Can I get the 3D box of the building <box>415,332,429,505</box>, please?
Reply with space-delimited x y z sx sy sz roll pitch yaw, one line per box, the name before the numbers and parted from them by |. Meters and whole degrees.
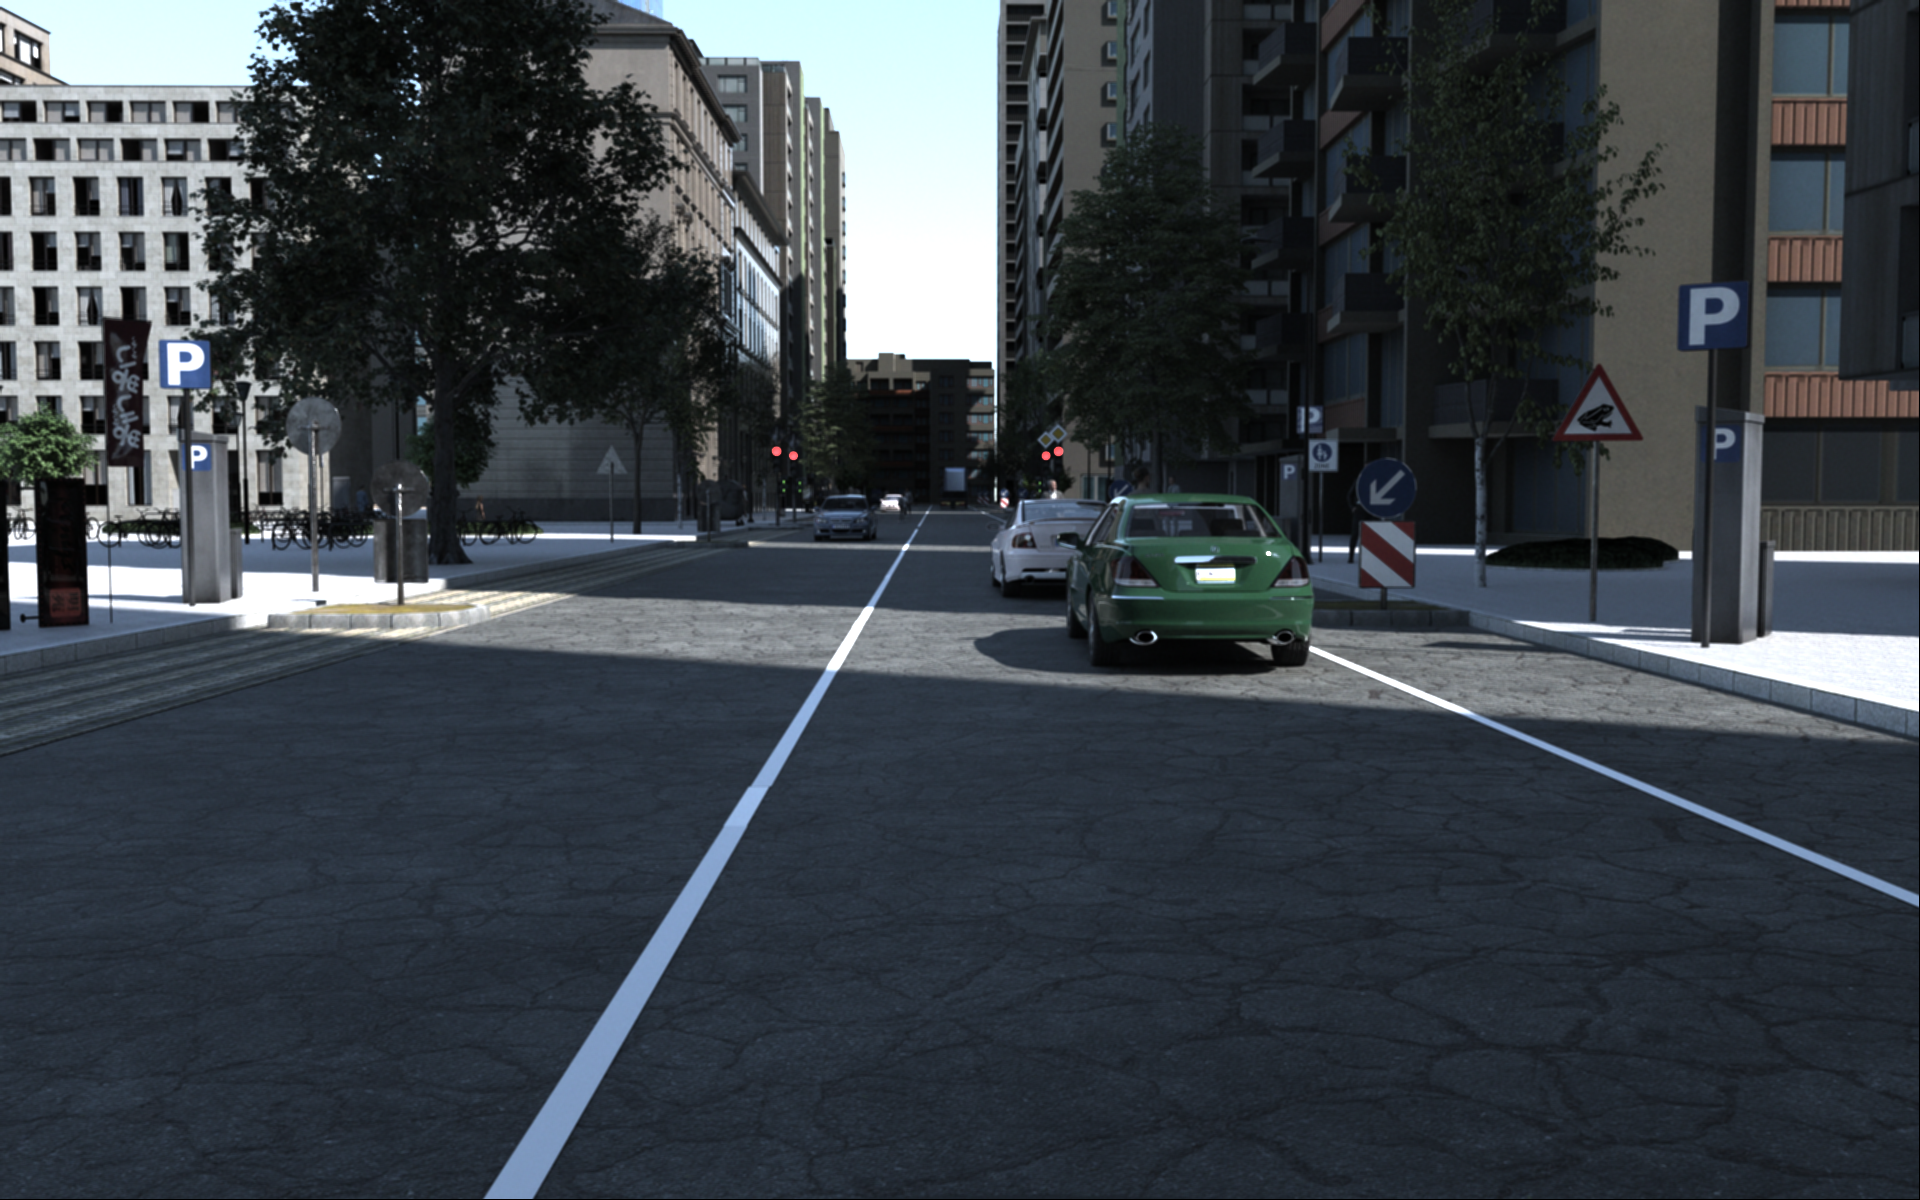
building | -51.110 -36.280 212.785 30.456 49.044 23.786 0 4 -1

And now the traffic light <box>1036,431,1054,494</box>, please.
traffic light | 3.800 -5.400 77.207 0.839 4.253 0.868 0 4 -1

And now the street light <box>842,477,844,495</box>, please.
street light | -9.720 -10.965 151.822 1.470 5.913 1.316 0 4 -1

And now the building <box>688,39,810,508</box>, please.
building | -21.680 -29.055 158.640 14.154 41.232 14.086 0 4 -1

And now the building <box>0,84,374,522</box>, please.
building | -38.922 -14.051 84.481 16.860 20.320 10.420 0 4 -1

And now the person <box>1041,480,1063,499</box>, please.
person | 2.281 -2.032 42.128 0.661 1.777 0.834 -1 4 -20

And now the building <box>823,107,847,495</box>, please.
building | -25.097 -36.117 214.212 21.600 48.544 21.300 0 4 -1

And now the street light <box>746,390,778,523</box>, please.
street light | -8.849 -6.420 77.509 1.470 5.913 1.316 0 4 -1

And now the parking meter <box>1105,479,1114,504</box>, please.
parking meter | 5.775 -3.697 66.160 0.399 1.863 0.255 -2 4 -31

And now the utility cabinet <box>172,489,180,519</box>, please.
utility cabinet | -31.001 -3.726 69.591 1.173 1.500 0.318 1 4 10

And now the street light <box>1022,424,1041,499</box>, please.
street light | 4.829 -8.738 115.399 1.470 5.913 1.316 0 4 -1

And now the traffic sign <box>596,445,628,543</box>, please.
traffic sign | -9.180 -2.790 45.614 0.884 2.594 0.081 1 4 9

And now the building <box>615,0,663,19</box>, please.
building | -54.241 -57.190 247.728 31.000 86.520 22.319 0 4 -1

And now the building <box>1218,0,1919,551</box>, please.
building | 20.792 -24.248 51.074 22.147 44.769 28.867 0 4 -1

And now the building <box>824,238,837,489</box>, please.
building | -20.784 -25.434 187.552 14.160 30.474 14.107 0 4 -1

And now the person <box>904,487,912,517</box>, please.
person | -3.292 -6.101 108.090 0.661 1.843 0.795 1 4 9

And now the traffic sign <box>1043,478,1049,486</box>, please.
traffic sign | 5.585 -6.609 110.183 0.606 2.300 0.079 0 4 7

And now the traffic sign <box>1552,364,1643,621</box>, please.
traffic sign | 6.382 -1.064 17.397 0.884 2.594 0.081 0 4 5

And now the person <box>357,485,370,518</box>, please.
person | -25.696 -4.028 74.387 0.581 1.822 0.654 2 4 24

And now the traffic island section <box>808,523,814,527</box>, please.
traffic island section | -7.401 -3.358 77.187 2.009 0.180 2.903 0 4 -1

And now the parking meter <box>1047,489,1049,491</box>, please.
parking meter | 5.081 -5.738 99.529 0.255 1.863 0.399 -1 4 -22

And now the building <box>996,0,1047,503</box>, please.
building | 15.763 -49.528 248.038 20.611 71.187 20.563 0 4 -1

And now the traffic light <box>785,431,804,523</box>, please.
traffic light | -7.360 -5.390 77.053 0.839 4.253 0.868 0 4 -1

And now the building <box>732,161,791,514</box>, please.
building | -20.994 -17.512 119.612 16.112 22.955 30.059 0 4 -1

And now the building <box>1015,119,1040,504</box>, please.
building | 17.938 -36.120 214.264 21.300 48.544 21.600 0 4 -1

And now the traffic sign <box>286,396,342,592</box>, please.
traffic sign | -8.448 -1.378 22.631 0.768 2.556 0.104 0 4 7

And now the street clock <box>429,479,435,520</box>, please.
street clock | -20.966 -3.936 68.930 0.358 2.002 0.471 -2 4 -26

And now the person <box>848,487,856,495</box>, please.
person | -5.304 -4.615 84.144 0.526 1.800 0.537 -3 5 -40

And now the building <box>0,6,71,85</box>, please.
building | -64.748 -17.304 87.433 34.151 26.468 19.350 0 4 -1

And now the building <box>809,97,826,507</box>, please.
building | -20.973 -29.942 173.150 14.154 41.232 14.086 0 4 -1

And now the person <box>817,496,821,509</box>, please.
person | -12.070 -8.648 148.445 0.512 1.701 0.522 3 5 40

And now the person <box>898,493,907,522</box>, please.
person | -2.941 -4.714 88.172 0.503 1.515 0.523 -1 4 -13

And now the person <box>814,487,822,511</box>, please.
person | -10.206 -7.572 130.055 1.509 1.804 0.699 1 4 13

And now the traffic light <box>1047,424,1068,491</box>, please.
traffic light | 3.899 -4.911 69.222 0.839 4.253 0.868 0 4 -1

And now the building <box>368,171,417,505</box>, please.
building | -73.912 -32.676 217.849 14.086 41.232 14.154 0 4 -1

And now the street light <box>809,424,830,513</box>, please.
street light | -9.341 -8.710 114.942 1.470 5.913 1.316 0 4 -1

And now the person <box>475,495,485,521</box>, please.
person | -15.519 -2.772 56.032 0.373 1.253 0.362 -3 5 -39

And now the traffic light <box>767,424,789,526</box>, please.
traffic light | -7.261 -4.902 69.069 0.839 4.253 0.868 0 4 -1

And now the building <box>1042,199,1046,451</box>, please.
building | 14.990 -24.331 169.512 14.160 30.474 14.107 0 4 -1

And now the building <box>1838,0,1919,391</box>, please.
building | 18.661 -20.513 18.981 14.154 41.232 14.086 0 4 -1

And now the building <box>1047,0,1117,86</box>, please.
building | 18.320 -31.645 141.100 21.300 48.544 21.600 0 4 -1

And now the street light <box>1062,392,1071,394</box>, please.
street light | 5.309 -6.482 78.520 1.470 5.913 1.316 0 4 -1

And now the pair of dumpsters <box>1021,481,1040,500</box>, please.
pair of dumpsters | 5.273 -7.803 130.066 1.574 2.255 4.437 0 4 -1

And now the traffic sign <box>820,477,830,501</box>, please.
traffic sign | -10.000 -7.832 128.166 0.768 2.556 0.104 0 4 5

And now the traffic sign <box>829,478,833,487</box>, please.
traffic sign | -10.210 -8.198 134.139 0.768 2.556 0.104 0 4 3

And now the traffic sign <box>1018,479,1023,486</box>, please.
traffic sign | 5.417 -9.138 149.508 0.768 2.556 0.104 0 4 7

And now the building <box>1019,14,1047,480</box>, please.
building | 21.455 -36.724 189.676 28.713 52.752 27.495 0 4 -1

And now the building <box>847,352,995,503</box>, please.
building | -9.778 -24.929 252.622 28.899 21.520 27.650 0 4 -1

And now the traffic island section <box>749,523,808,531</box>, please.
traffic island section | -7.302 -2.870 69.203 2.009 0.180 2.903 0 4 -1

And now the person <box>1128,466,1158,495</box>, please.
person | 2.394 -0.809 22.071 0.599 1.781 0.374 0 4 3

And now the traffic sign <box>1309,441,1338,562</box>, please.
traffic sign | 6.764 -1.854 32.442 0.606 2.300 0.079 0 4 0

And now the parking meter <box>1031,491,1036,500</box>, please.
parking meter | 5.372 -7.270 127.270 0.372 1.533 0.369 0 3 0

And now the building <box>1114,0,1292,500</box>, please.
building | 16.138 -25.662 103.166 14.154 41.232 14.086 0 4 -1

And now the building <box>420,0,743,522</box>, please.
building | -19.014 -17.992 91.428 12.463 27.353 25.104 0 4 -1

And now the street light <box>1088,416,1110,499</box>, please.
street light | 5.384 -5.879 68.658 1.470 5.913 1.316 0 4 -1

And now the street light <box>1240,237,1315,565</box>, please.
street light | 5.769 -3.605 31.484 1.470 5.913 1.316 0 4 -1

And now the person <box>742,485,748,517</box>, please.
person | -11.999 -5.470 95.703 0.641 1.798 0.478 0 4 -7
